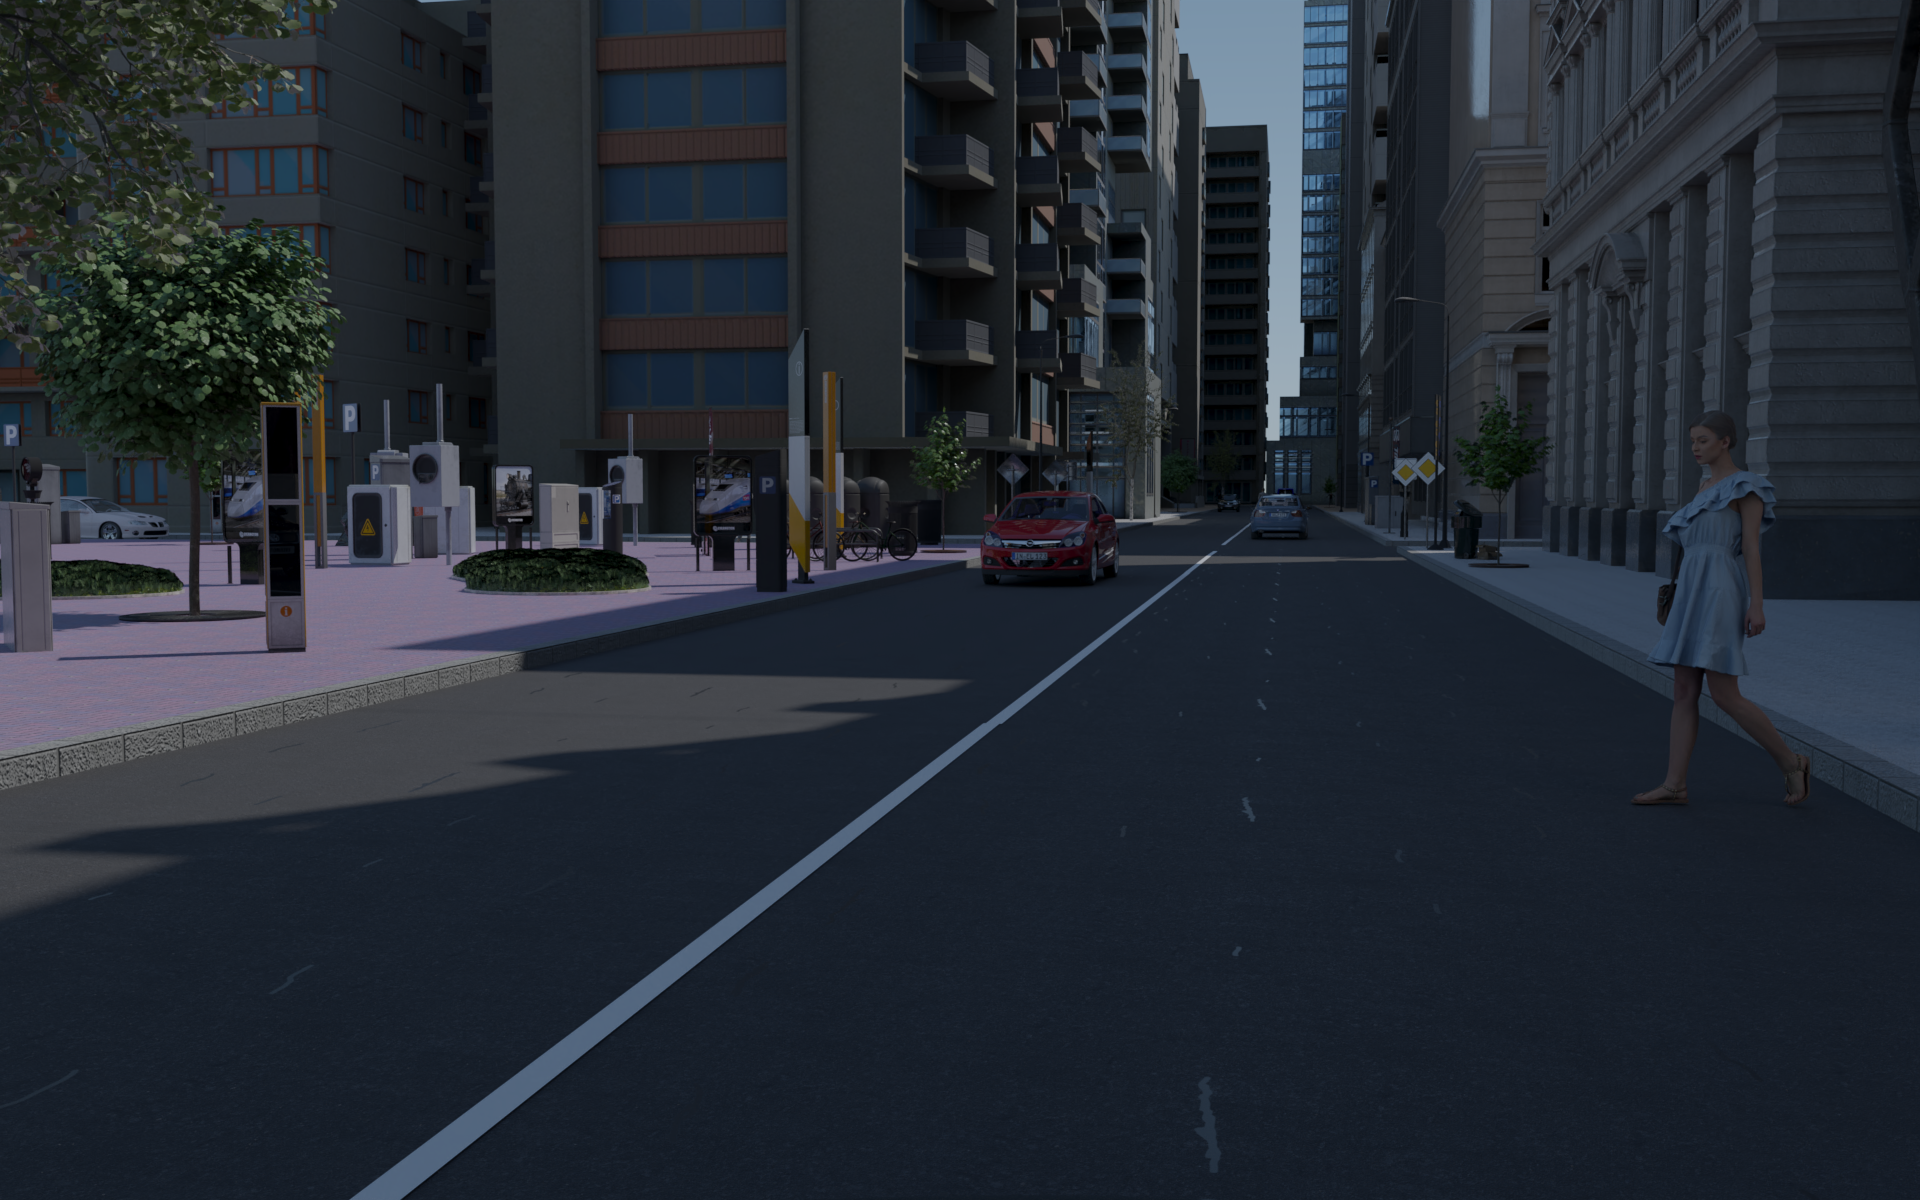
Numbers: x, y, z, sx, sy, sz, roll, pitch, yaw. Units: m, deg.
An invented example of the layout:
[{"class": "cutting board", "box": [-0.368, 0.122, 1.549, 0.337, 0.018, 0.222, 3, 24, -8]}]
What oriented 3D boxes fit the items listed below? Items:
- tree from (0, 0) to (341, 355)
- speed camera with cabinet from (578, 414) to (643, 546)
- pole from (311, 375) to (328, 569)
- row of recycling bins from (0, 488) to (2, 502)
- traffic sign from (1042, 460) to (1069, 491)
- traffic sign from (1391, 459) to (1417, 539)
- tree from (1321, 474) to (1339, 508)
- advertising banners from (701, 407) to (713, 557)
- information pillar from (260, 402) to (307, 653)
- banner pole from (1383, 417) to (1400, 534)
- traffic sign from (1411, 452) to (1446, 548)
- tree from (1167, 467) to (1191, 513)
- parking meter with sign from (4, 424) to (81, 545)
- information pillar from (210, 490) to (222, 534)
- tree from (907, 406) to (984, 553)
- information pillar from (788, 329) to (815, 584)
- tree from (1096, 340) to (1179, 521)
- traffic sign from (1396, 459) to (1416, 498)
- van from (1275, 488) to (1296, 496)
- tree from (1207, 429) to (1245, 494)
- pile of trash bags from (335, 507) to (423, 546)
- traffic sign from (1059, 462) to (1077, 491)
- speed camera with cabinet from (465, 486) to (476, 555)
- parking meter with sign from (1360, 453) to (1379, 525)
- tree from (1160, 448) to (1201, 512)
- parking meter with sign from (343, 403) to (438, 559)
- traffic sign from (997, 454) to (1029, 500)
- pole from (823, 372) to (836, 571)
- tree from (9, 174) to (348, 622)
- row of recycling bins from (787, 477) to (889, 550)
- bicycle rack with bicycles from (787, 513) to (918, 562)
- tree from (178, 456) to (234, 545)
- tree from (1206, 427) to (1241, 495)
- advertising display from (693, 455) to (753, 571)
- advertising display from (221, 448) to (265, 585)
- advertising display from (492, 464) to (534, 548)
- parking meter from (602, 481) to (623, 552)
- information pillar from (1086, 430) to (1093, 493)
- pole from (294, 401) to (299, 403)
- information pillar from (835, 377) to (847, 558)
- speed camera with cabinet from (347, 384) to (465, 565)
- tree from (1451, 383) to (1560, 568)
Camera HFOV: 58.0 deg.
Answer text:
[{"class": "tree", "box": [-7.170, -5.550, 8.862, 7.486, 12.596, 7.792, 0, 3, 0]}, {"class": "speed camera with cabinet", "box": [-8.805, -2.988, 43.190, 2.038, 3.252, 0.660, 3, 4, 38]}, {"class": "pole", "box": [-10.988, -2.193, 29.702, 0.158, 3.312, 0.155, 0, 3, 0]}, {"class": "row of recycling bins", "box": [-26.356, -2.267, 44.181, 3.534, 1.692, 1.069, -1, 4, -12]}, {"class": "traffic sign", "box": [2.790, -2.879, 50.717, 0.795, 2.450, 0.064, 1, 4, 11]}, {"class": "traffic sign", "box": [12.557, -2.765, 48.851, 0.795, 2.450, 0.064, 1, 4, 11]}, {"class": "tree", "box": [34.681, -10.304, 163.079, 1.663, 3.219, 1.824, 0, 3, 0]}, {"class": "advertising banners", "box": [-5.248, -2.429, 35.903, 0.090, 3.025, 2.074, -1, 4, -14]}, {"class": "information pillar", "box": [-5.498, -0.586, 14.076, 0.304, 2.012, 0.304, -2, 4, -23]}, {"class": "banner pole", "box": [14.044, -4.042, 56.102, 0.401, 3.779, 0.863, -1, 4, -13]}, {"class": "traffic sign", "box": [11.069, -2.285, 41.005, 0.795, 2.450, 0.064, 1, 4, 11]}, {"class": "tree", "box": [15.350, -7.692, 120.362, 1.663, 3.219, 1.824, 0, 3, 0]}, {"class": "parking meter with sign", "box": [-23.244, -2.917, 43.958, 0.543, 3.016, 1.738, 2, 4, 25]}, {"class": "information pillar", "box": [-24.168, -3.164, 56.226, 0.304, 2.012, 0.304, -2, 4, -34]}, {"class": "tree", "box": [-0.245, -2.651, 37.951, 1.663, 3.219, 1.824, 0, 3, 0]}, {"class": "information pillar", "box": [-2.297, -2.047, 24.820, 0.183, 3.616, 0.504, -2, 4, -34]}, {"class": "tree", "box": [8.391, -8.152, 83.650, 4.360, 8.622, 3.978, 0, 3, 0]}, {"class": "traffic sign", "box": [12.830, -2.921, 49.884, 0.606, 2.300, 0.079, 1, 4, 11]}, {"class": "van", "box": [35.221, -11.199, 187.489, 2.240, 2.365, 5.245, 1, 4, 10]}, {"class": "tree", "box": [30.289, -15.117, 197.516, 4.360, 8.622, 3.978, 0, 3, 0]}, {"class": "pile of trash bags", "box": [-13.815, -2.001, 42.476, 3.447, 1.369, 1.912, 3, 5, 44]}, {"class": "traffic sign", "box": [3.377, -3.202, 54.474, 0.606, 2.300, 0.079, 1, 4, 17]}, {"class": "speed camera with cabinet", "box": [-11.384, -2.593, 36.730, 2.038, 3.252, 0.660, 0, 4, -6]}, {"class": "parking meter with sign", "box": [17.104, -4.632, 71.999, 0.543, 3.016, 1.738, 0, 4, -1]}, {"class": "tree", "box": [15.438, -8.543, 123.385, 4.285, 4.588, 4.351, 0, 3, 0]}, {"class": "parking meter with sign", "box": [-11.171, -2.314, 34.092, 0.543, 3.016, 1.738, 3, 5, 42]}, {"class": "traffic sign", "box": [1.302, -2.399, 42.871, 0.795, 2.450, 0.064, 1, 4, 11]}, {"class": "pole", "box": [-2.187, -2.153, 29.037, 0.158, 3.312, 0.155, 0, 3, 0]}, {"class": "tree", "box": [-7.977, -2.085, 17.801, 4.285, 4.588, 4.351, 0, 3, 0]}, {"class": "row of recycling bins", "box": [-3.179, -2.077, 41.078, 3.534, 1.692, 1.069, -3, 4, -38]}, {"class": "bicycle rack with bicycles", "box": [-2.270, -1.218, 33.299, 2.925, 0.926, 2.852, 0, 4, 1]}, {"class": "tree", "box": [-18.879, -3.016, 43.906, 1.663, 3.219, 1.824, 0, 3, 0]}, {"class": "tree", "box": [28.948, -14.723, 191.075, 4.737, 8.622, 4.395, 0, 3, 0]}, {"class": "advertising display", "box": [-3.950, -1.447, 28.874, 0.974, 1.923, 0.123, -1, 4, -17]}, {"class": "advertising display", "box": [-10.047, -1.182, 24.532, 0.974, 1.923, 0.123, 2, 4, 24]}, {"class": "advertising display", "box": [-9.796, -2.004, 37.986, 0.123, 1.923, 0.974, 3, 5, 44]}, {"class": "parking meter", "box": [-6.574, -1.490, 32.770, 0.372, 1.533, 0.369, 0, 3, 0]}, {"class": "information pillar", "box": [4.791, -4.439, 63.938, 0.183, 3.616, 0.504, -1, 4, -15]}, {"class": "pole", "box": [-12.651, -2.397, 33.027, 0.158, 3.312, 0.155, 0, 3, 0]}, {"class": "information pillar", "box": [-2.542, -2.669, 34.991, 0.504, 3.616, 0.183, 3, 5, 40]}, {"class": "speed camera with cabinet", "box": [-10.057, -2.257, 31.238, 2.038, 3.252, 0.660, 1, 4, 20]}, {"class": "tree", "box": [9.367, -2.192, 30.436, 1.663, 3.219, 1.824, 0, 3, 0]}]
